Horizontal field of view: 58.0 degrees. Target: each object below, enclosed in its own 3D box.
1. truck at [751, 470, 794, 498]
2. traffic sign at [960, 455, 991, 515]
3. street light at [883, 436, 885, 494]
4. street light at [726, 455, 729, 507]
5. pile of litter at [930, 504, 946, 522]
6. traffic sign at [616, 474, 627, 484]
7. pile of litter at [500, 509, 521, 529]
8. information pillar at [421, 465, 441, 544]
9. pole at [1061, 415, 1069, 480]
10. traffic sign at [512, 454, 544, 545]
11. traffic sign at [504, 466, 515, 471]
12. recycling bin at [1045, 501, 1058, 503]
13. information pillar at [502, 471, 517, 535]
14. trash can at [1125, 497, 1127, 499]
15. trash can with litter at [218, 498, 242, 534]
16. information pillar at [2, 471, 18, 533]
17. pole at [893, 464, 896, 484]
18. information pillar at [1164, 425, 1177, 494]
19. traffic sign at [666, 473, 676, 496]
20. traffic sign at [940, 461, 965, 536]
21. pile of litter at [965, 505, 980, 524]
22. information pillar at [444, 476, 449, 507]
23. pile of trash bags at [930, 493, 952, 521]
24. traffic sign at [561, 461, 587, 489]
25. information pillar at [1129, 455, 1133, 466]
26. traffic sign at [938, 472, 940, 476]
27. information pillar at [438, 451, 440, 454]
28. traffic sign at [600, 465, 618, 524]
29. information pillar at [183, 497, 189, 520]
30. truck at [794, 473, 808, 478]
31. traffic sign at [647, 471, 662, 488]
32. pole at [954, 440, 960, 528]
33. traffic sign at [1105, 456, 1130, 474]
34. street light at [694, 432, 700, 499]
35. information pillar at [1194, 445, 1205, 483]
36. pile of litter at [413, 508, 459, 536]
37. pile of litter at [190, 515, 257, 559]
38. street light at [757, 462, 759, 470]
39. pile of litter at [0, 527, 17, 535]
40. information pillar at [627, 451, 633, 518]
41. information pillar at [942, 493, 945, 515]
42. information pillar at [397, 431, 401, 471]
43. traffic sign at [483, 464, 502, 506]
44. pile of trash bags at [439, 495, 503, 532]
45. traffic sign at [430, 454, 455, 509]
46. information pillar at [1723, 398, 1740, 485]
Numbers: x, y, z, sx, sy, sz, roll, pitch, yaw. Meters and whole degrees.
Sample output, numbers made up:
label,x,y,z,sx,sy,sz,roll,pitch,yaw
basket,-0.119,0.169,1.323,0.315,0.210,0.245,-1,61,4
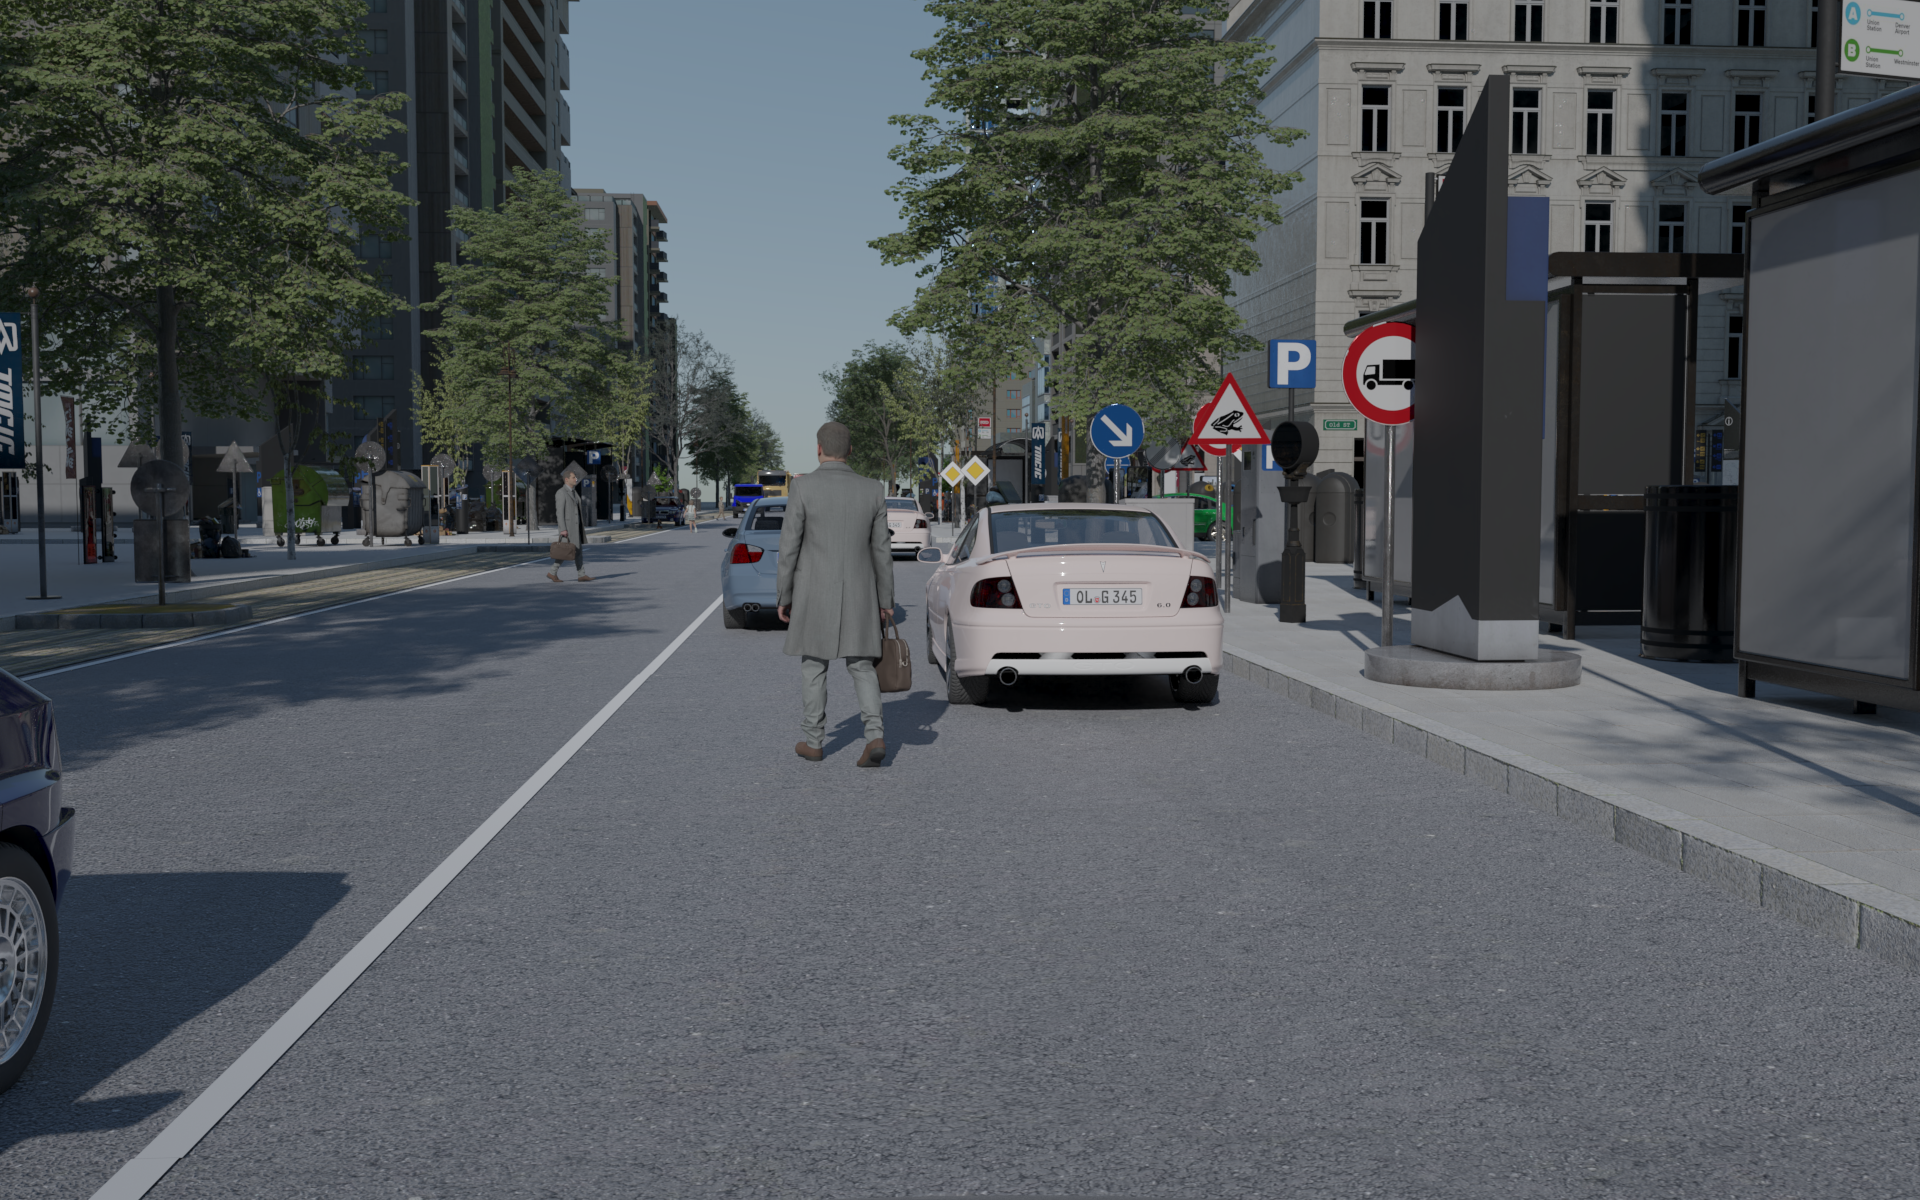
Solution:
label,x,y,z,sx,sy,sz,roll,pitch,yaw
truck,-15.319,-9.003,143.120,3.469,3.379,9.791,0,4,-3
traffic sign,0.393,-2.509,44.672,0.795,2.450,0.064,0,4,-4
street light,-5.531,-9.381,126.168,0.468,5.910,1.993,0,4,-4
street light,-22.520,-11.861,166.720,0.468,5.910,1.993,0,4,-4
pile of litter,-1.442,-4.052,80.214,1.719,0.858,1.176,1,4,15
traffic sign,-20.994,-6.570,107.518,0.768,2.556,0.104,0,4,-3
pile of litter,-16.952,-3.019,63.328,1.719,0.858,1.176,1,4,20
information pillar,-13.546,-2.436,44.314,0.304,2.012,0.304,2,4,35
pole,2.645,-3.043,43.591,0.158,3.312,0.155,0,3,0
traffic sign,-10.919,-2.457,43.821,0.795,2.450,0.064,0,4,-4
traffic sign,-20.141,-4.748,77.735,0.768,2.556,0.104,0,4,-4
recycling bin,2.975,-2.988,61.401,0.722,1.027,0.722,3,4,36
information pillar,-14.286,-3.085,54.925,0.304,2.012,0.304,2,4,34
trash can,8.373,-4.797,90.090,0.748,1.137,0.748,0,3,0
trash can with litter,-23.444,-2.672,55.069,0.624,1.170,1.055,2,4,35
information pillar,-30.954,-3.177,56.442,0.304,2.012,0.304,1,4,11
pole,-4.528,-7.668,119.222,0.158,3.312,0.155,0,3,0
information pillar,6.931,-4.031,57.267,0.504,3.616,0.183,2,4,32
traffic sign,-18.088,-6.577,107.545,0.884,2.594,0.081,0,4,-2
traffic sign,-0.223,-2.996,52.634,0.795,2.450,0.064,0,4,-4
pile of litter,0.740,-3.626,73.244,1.176,0.858,1.719,-3,4,-37
information pillar,-20.626,-3.958,69.212,0.304,2.012,0.304,2,4,23
pile of trash bags,-0.957,-4.473,82.883,1.912,1.369,3.447,0,4,-1
traffic sign,-11.535,-2.944,51.783,0.795,2.450,0.064,0,4,-4
information pillar,9.551,-6.449,96.793,0.183,3.616,0.504,-1,4,-9
traffic sign,-1.341,-5.980,97.878,0.768,2.556,0.104,0,4,5
information pillar,-28.201,-6.276,93.961,0.183,3.616,0.504,-2,4,-32
traffic sign,-15.283,-4.607,75.431,0.768,2.556,0.104,0,4,3
information pillar,-28.583,-3.622,63.708,0.304,2.012,0.304,0,3,0
truck,-21.279,-15.096,235.735,2.839,4.237,11.283,0,4,-3
traffic sign,-17.027,-5.900,96.461,0.884,2.594,0.081,0,4,3
pole,-0.115,-4.382,65.490,0.158,3.312,0.155,0,3,0
traffic sign,4.726,-3.178,52.060,0.768,2.556,0.104,0,4,1
street light,-19.480,-9.505,128.198,0.468,5.910,1.993,0,4,-4
information pillar,9.500,-4.736,68.788,0.183,3.616,0.504,-3,4,-38
pile of litter,-16.217,-2.416,53.474,1.176,0.858,1.719,-3,5,-40
pile of litter,-15.051,-1.267,34.683,1.719,0.858,1.176,-1,4,-8
street light,-28.978,-16.910,249.270,0.468,5.910,1.993,0,4,-4
pile of litter,-30.674,-2.497,54.798,1.719,0.858,1.176,0,4,0
information pillar,-18.078,-6.323,94.734,0.183,3.616,0.504,-2,4,-34
information pillar,-1.067,-5.965,102.013,0.304,2.012,0.304,1,4,11
information pillar,-20.898,-4.457,64.229,0.183,3.616,0.504,1,4,19
traffic sign,-18.629,-4.213,68.988,0.768,2.556,0.104,0,4,1
pile of trash bags,-17.071,-3.011,58.977,1.912,1.369,3.447,2,4,24
traffic sign,-16.320,-3.334,54.615,0.768,2.556,0.104,0,4,-1
information pillar,18.831,-3.114,42.268,0.183,3.616,0.504,-2,4,-27
